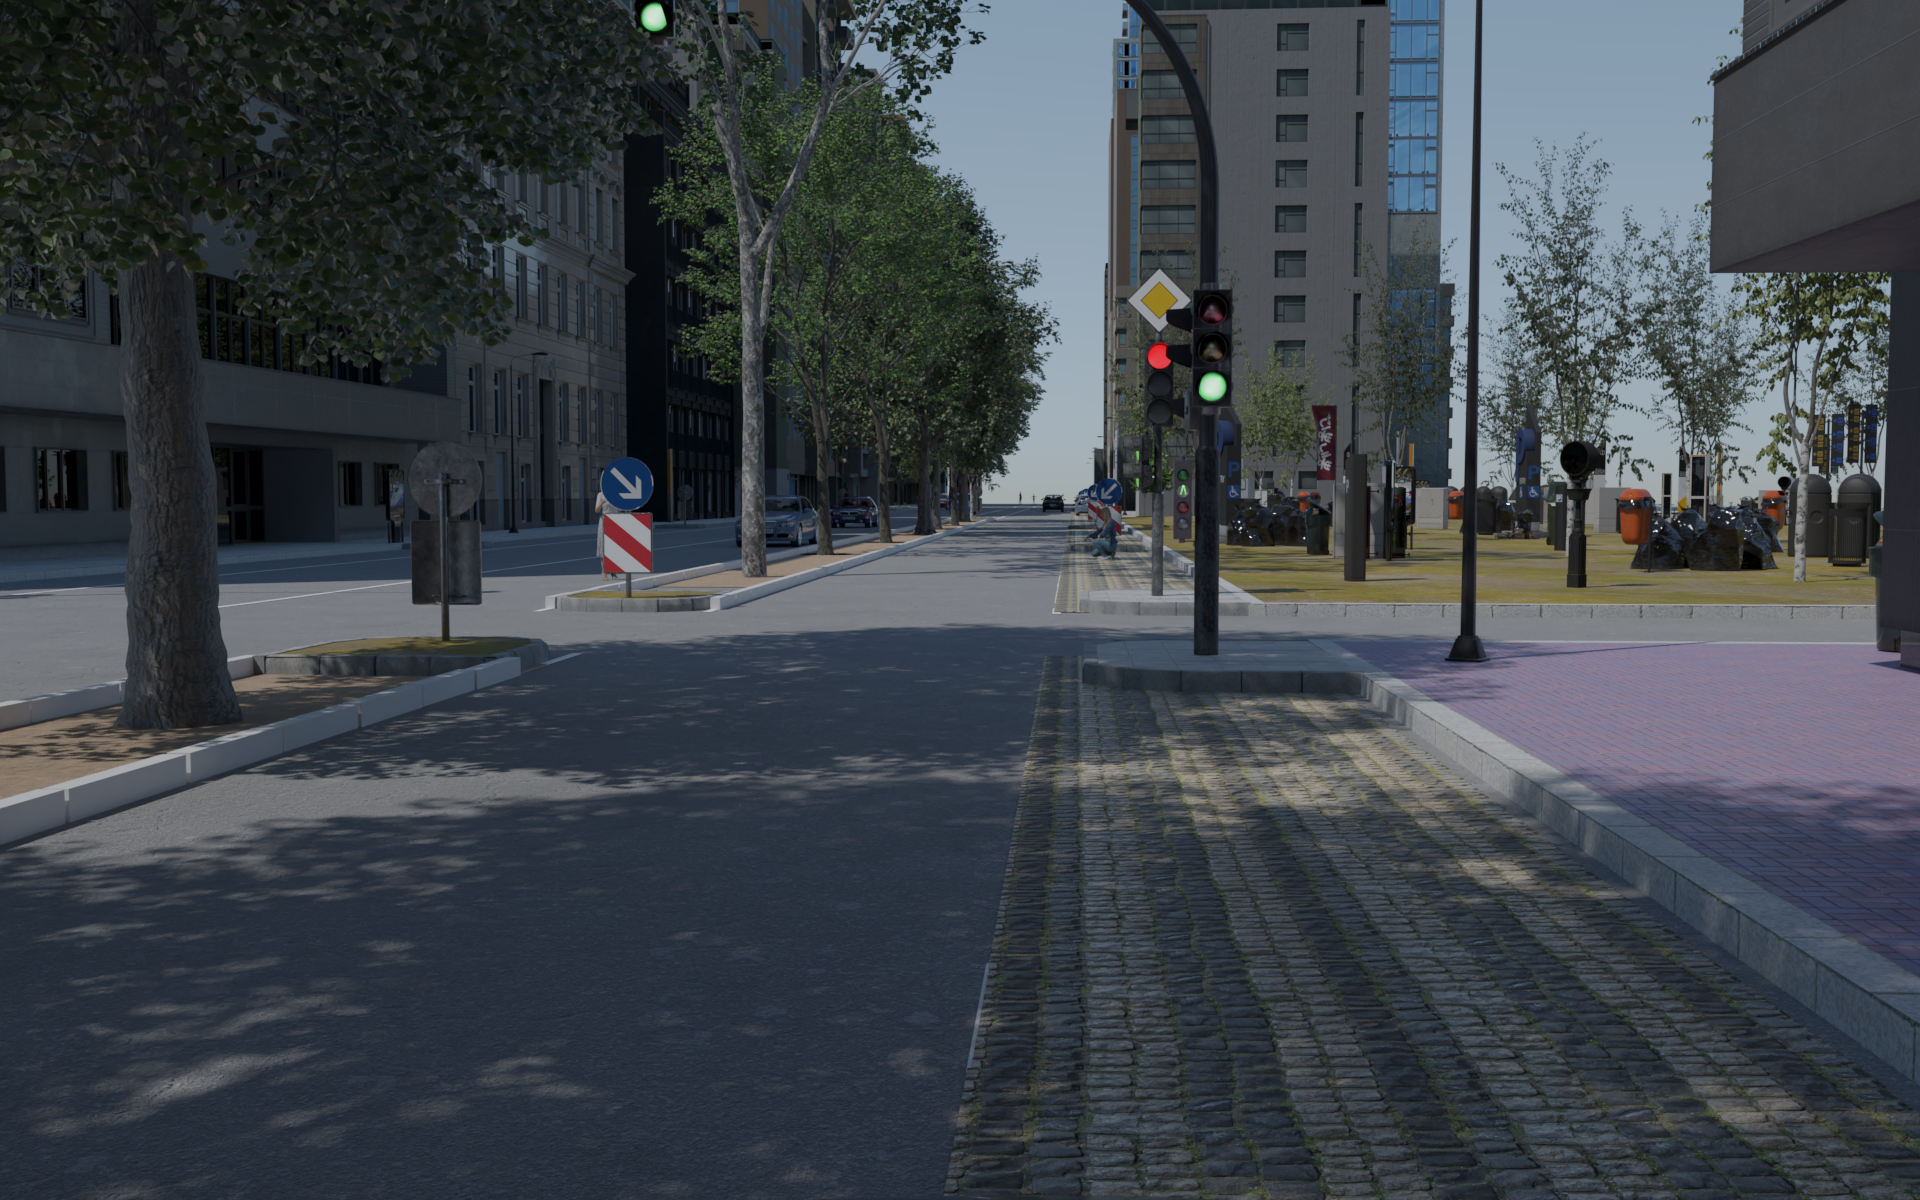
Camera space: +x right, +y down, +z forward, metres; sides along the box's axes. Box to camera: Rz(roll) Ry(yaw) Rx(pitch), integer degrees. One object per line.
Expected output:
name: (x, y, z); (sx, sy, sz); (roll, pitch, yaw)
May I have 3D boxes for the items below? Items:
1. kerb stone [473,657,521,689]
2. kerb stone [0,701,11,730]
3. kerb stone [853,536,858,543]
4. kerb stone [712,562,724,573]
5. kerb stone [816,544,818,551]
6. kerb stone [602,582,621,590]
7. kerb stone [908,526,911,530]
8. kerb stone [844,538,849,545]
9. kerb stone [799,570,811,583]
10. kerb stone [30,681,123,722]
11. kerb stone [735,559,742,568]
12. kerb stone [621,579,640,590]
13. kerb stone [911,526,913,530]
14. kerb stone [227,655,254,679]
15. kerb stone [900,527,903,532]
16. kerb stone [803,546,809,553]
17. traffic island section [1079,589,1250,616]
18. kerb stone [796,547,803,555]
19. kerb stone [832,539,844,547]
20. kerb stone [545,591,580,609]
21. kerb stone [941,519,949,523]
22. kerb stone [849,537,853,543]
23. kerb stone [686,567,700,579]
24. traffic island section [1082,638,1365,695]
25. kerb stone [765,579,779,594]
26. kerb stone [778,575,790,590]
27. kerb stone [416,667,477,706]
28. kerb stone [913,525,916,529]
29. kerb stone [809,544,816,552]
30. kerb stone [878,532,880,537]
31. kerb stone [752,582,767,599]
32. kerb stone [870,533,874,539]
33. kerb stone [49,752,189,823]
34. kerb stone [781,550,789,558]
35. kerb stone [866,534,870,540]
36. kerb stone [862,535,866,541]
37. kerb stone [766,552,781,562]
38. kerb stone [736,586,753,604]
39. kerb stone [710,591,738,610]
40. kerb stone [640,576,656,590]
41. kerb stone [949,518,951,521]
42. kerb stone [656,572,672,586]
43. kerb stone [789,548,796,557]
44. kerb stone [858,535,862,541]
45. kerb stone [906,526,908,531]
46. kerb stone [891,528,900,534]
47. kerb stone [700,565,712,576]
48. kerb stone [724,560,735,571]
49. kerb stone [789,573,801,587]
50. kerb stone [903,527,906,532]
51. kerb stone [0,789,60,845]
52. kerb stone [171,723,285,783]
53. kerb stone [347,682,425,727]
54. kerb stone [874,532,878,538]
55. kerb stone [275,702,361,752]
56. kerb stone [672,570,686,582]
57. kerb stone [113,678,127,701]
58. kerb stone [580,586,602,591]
kerb stone: (-3.565, 0.558, 13.188); (0.120, 0.150, 1.000); (0, 4, 4)
kerb stone: (-5.865, 0.730, 10.255); (0.120, 0.150, 1.000); (0, 4, 4)
kerb stone: (-3.186, -1.744, 50.757); (0.120, 0.150, 1.000); (0, 4, 4)
kerb stone: (-4.477, -0.555, 31.321); (0.120, 0.150, 1.000); (0, 4, 4)
kerb stone: (-3.664, -1.308, 43.589); (0.120, 0.150, 1.000); (0, 4, 4)
kerb stone: (-4.956, -0.121, 24.174); (0.120, 0.150, 1.000); (0, 4, 4)
kerb stone: (-2.108, -2.746, 67.092); (0.120, 0.150, 1.000); (0, 4, 4)
kerb stone: (-3.322, -1.622, 48.712); (0.120, 0.150, 1.000); (0, 4, 4)
kerb stone: (-2.588, -0.358, 28.050); (0.120, 0.150, 1.000); (0, 4, 4)
kerb stone: (-5.803, 0.673, 11.276); (0.120, 0.150, 1.000); (0, 4, 4)
kerb stone: (-4.343, -0.680, 33.364); (0.120, 0.150, 1.000); (0, 4, 4)
kerb stone: (-4.877, -0.183, 25.193); (0.120, 0.150, 1.000); (0, 4, 4)
kerb stone: (-2.046, -2.808, 68.112); (0.120, 0.150, 1.000); (0, 4, 4)
kerb stone: (-5.659, 0.543, 13.315); (0.120, 0.150, 1.000); (0, 4, 4)
kerb stone: (-2.315, -2.558, 64.033); (0.120, 0.150, 1.000); (0, 4, 4)
kerb stone: (-3.809, -1.180, 41.544); (0.120, 0.150, 1.000); (0, 4, 4)
traffic island section: (2.508, 0.027, 21.836); (2.009, 0.180, 2.903); (0, 4, 4)
kerb stone: (-3.873, -1.121, 40.524); (0.120, 0.150, 1.000); (0, 4, 4)
kerb stone: (-3.394, -1.559, 47.690); (0.120, 0.150, 1.000); (0, 4, 4)
kerb stone: (-5.088, 0.004, 22.134); (0.120, 0.150, 1.000); (0, 4, 4)
kerb stone: (-0.763, -3.996, 87.522); (0.120, 0.150, 1.000); (0, 4, 4)
kerb stone: (-3.259, -1.684, 49.733); (0.120, 0.150, 1.000); (0, 4, 4)
kerb stone: (-4.610, -0.433, 29.281); (0.120, 0.150, 1.000); (0, 4, 4)
traffic island section: (1.982, 0.515, 13.868); (2.009, 0.180, 2.903); (0, 4, 4)
kerb stone: (-2.794, -0.171, 24.985); (0.120, 0.150, 1.000); (0, 4, 4)
kerb stone: (-2.726, -0.233, 26.005); (0.120, 0.150, 1.000); (0, 4, 4)
kerb stone: (-3.643, 0.613, 12.168); (0.120, 0.150, 1.000); (0, 4, 4)
kerb stone: (-1.977, -2.871, 69.138); (0.120, 0.150, 1.000); (0, 4, 4)
kerb stone: (-3.733, -1.246, 42.563); (0.120, 0.150, 1.000); (0, 4, 4)
kerb stone: (-2.781, -2.122, 56.885); (0.120, 0.150, 1.000); (0, 4, 4)
kerb stone: (-2.857, -0.108, 23.958); (0.120, 0.150, 1.000); (0, 4, 4)
kerb stone: (-2.920, -1.994, 54.846); (0.120, 0.150, 1.000); (0, 4, 4)
kerb stone: (-3.909, 0.867, 8.049); (0.120, 0.150, 1.000); (0, 4, 4)
kerb stone: (-3.998, -0.987, 38.471); (0.120, 0.150, 1.000); (0, 4, 4)
kerb stone: (-2.985, -1.934, 53.823); (0.120, 0.150, 1.000); (0, 4, 4)
kerb stone: (-3.052, -1.872, 52.797); (0.120, 0.150, 1.000); (0, 4, 4)
kerb stone: (-4.071, -0.928, 37.447); (0.120, 0.150, 1.000); (0, 4, 4)
kerb stone: (-2.925, -0.045, 22.938); (0.120, 0.150, 1.000); (0, 4, 4)
kerb stone: (-2.994, 0.017, 21.910); (0.120, 0.150, 1.000); (0, 4, 4)
kerb stone: (-4.813, -0.246, 26.214); (0.120, 0.150, 1.000); (0, 4, 4)
kerb stone: (-0.702, -4.057, 88.545); (0.120, 0.150, 1.000); (0, 4, 4)
kerb stone: (-4.743, -0.305, 27.237); (0.120, 0.150, 1.000); (0, 4, 4)
kerb stone: (-3.933, -1.058, 39.494); (0.120, 0.150, 1.000); (0, 4, 4)
kerb stone: (-3.125, -1.809, 51.778); (0.120, 0.150, 1.000); (0, 4, 4)
kerb stone: (-2.179, -2.684, 66.072); (0.120, 0.150, 1.000); (0, 4, 4)
kerb stone: (-2.381, -2.496, 63.013); (0.120, 0.150, 1.000); (0, 4, 4)
kerb stone: (-4.544, -0.496, 30.301); (0.120, 0.150, 1.000); (0, 4, 4)
kerb stone: (-4.408, -0.621, 32.344); (0.120, 0.150, 1.000); (0, 4, 4)
kerb stone: (-2.660, -0.296, 27.030); (0.120, 0.150, 1.000); (0, 4, 4)
kerb stone: (-2.241, -2.620, 65.052); (0.120, 0.150, 1.000); (0, 4, 4)
kerb stone: (-3.980, 0.928, 7.029); (0.120, 0.150, 1.000); (0, 4, 4)
kerb stone: (-3.841, 0.802, 9.089); (0.120, 0.150, 1.000); (0, 4, 4)
kerb stone: (-3.703, 0.676, 11.138); (0.120, 0.150, 1.000); (0, 4, 4)
kerb stone: (-2.857, -2.059, 55.866); (0.120, 0.150, 1.000); (0, 4, 4)
kerb stone: (-3.781, 0.746, 10.117); (0.120, 0.150, 1.000); (0, 4, 4)
kerb stone: (-4.684, -0.368, 28.258); (0.120, 0.150, 1.000); (0, 4, 4)
kerb stone: (-5.740, 0.605, 12.296); (0.120, 0.150, 1.000); (0, 4, 4)
kerb stone: (-5.011, -0.053, 23.154); (0.120, 0.150, 1.000); (0, 4, 4)
